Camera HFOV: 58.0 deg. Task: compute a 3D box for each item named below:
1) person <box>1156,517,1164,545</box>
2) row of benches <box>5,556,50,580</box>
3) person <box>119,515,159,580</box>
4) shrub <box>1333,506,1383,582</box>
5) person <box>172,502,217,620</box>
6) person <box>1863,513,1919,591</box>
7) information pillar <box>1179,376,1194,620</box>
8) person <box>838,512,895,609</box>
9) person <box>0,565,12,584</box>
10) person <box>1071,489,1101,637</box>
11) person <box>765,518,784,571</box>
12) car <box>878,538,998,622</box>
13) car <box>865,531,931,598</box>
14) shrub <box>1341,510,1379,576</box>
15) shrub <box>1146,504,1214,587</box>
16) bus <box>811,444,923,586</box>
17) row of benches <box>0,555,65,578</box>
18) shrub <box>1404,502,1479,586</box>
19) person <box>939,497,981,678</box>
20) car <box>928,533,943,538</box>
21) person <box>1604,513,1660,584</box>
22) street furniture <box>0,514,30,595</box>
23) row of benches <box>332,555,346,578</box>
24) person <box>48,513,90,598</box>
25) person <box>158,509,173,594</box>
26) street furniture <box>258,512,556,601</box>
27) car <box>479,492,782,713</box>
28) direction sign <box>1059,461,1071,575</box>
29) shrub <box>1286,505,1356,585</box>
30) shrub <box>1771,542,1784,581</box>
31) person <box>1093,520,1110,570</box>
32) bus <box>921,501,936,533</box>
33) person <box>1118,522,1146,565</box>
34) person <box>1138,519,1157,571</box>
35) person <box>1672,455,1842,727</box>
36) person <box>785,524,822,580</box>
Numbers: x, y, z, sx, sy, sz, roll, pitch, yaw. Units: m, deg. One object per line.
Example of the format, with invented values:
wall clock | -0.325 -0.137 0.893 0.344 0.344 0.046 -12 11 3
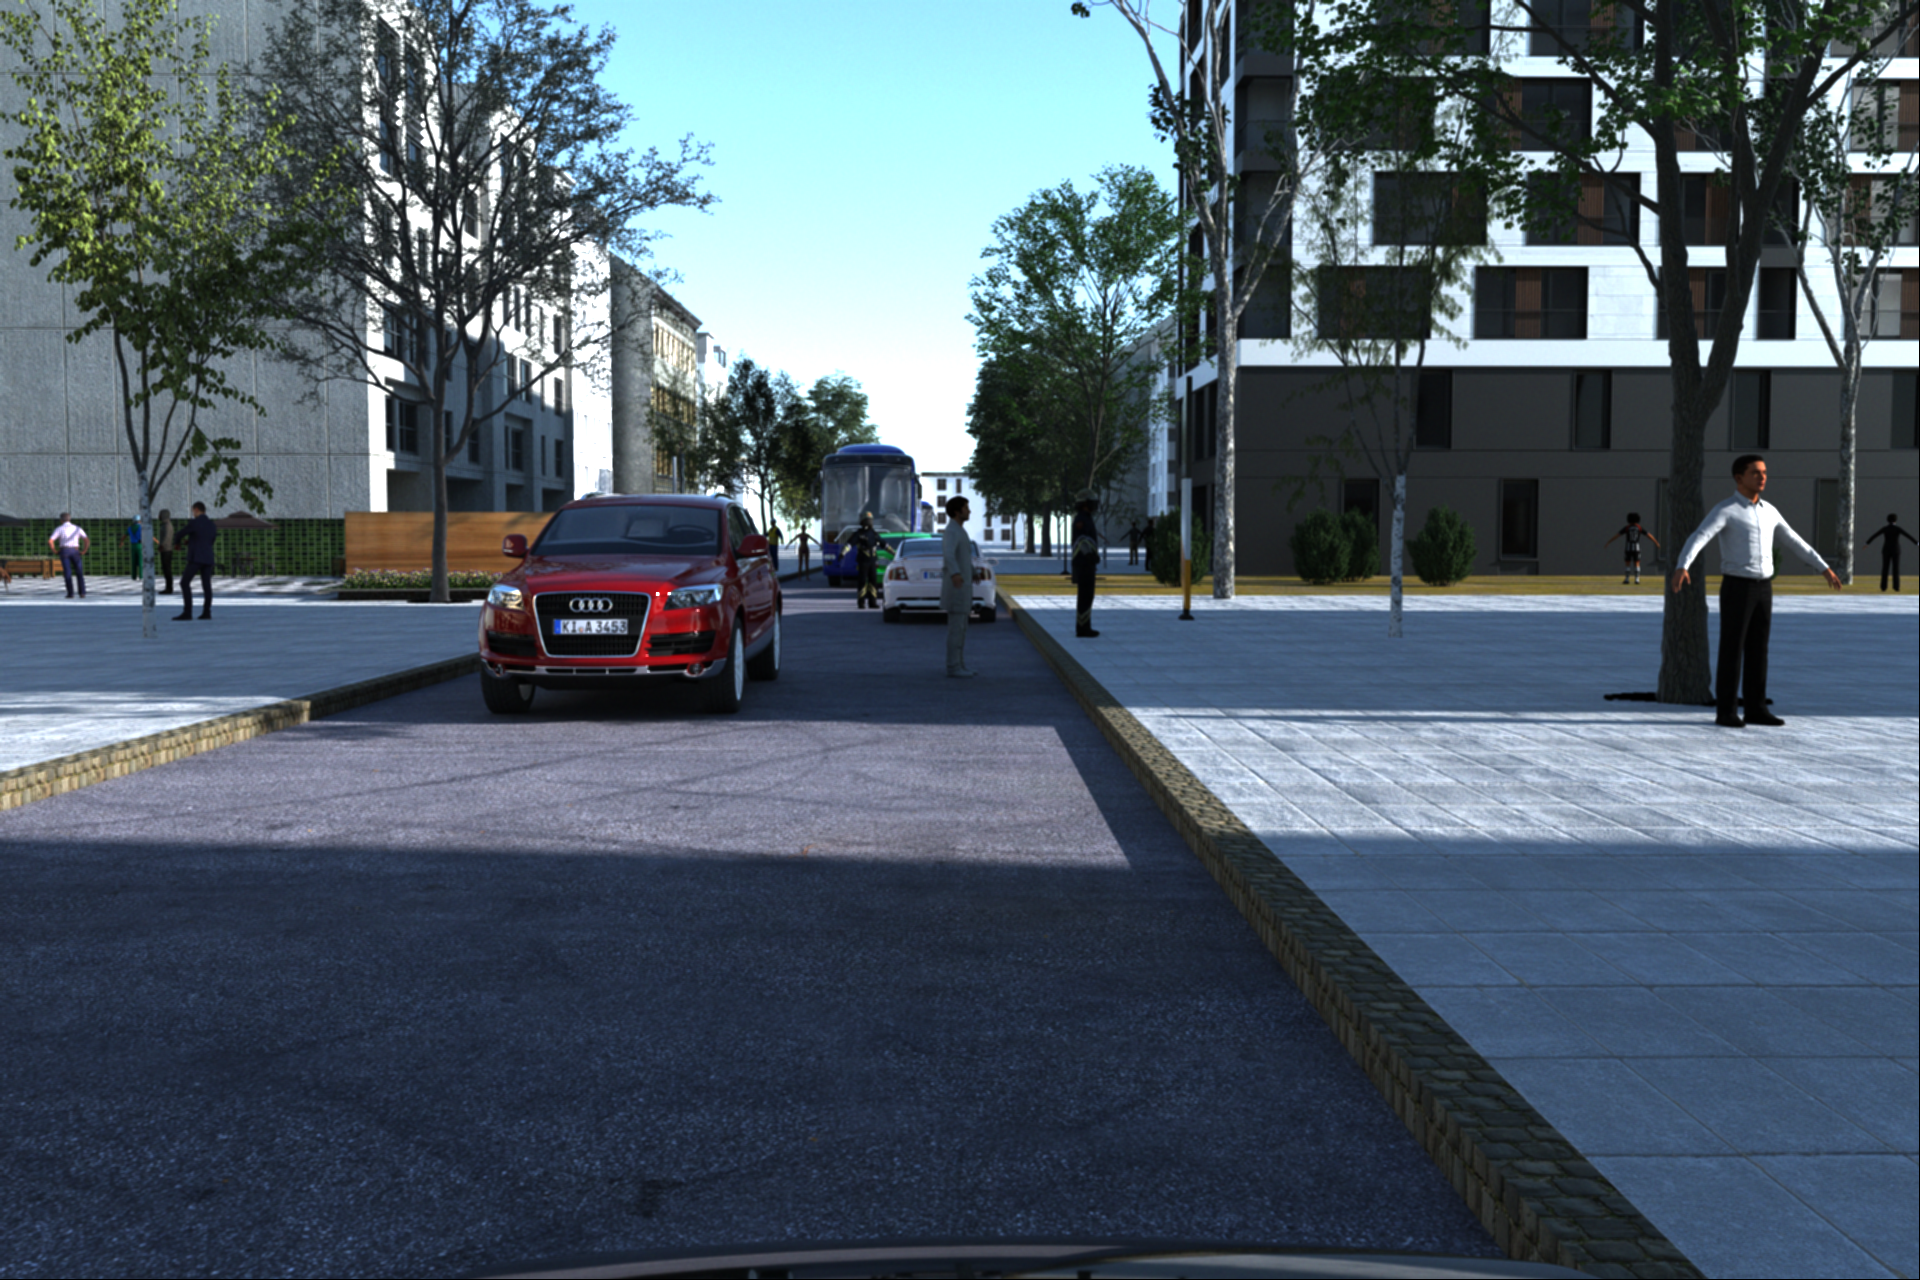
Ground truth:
person | 6.787 -3.228 58.551 0.705 1.858 1.354 1 4 11
row of benches | -27.965 -2.036 48.753 4.104 0.672 1.422 -1 4 -18
person | -22.825 -2.570 48.143 1.347 1.817 0.704 1 4 13
shrub | 10.543 -2.599 46.527 1.661 2.075 1.752 0 3 0
person | -11.515 -1.190 25.955 0.568 1.767 0.683 1 4 18
person | 20.914 -1.965 38.856 1.216 1.740 0.721 3 5 41
information pillar | 3.394 -2.116 25.957 0.183 3.616 0.504 0 4 -1
person | -1.771 -1.531 33.265 1.354 1.856 0.705 -2 4 -32
person | -7.284 -0.339 12.295 0.721 1.744 1.215 1 4 19
person | 1.600 -0.964 21.637 0.704 1.845 1.351 0 4 7
person | -6.506 -3.316 60.183 0.705 1.833 1.349 -3 5 -43
car | -0.368 -1.049 29.515 2.083 1.381 4.827 0 4 -1
car | -1.305 -1.921 40.207 1.959 1.807 4.718 0 4 -2
shrub | 11.702 -2.899 51.825 1.690 2.028 1.600 0 3 0
shrub | 5.316 -2.296 41.963 1.690 2.028 1.600 0 3 0
bus | -2.474 -3.629 50.876 2.896 3.916 12.251 0 4 -1
row of benches | -28.487 -2.185 51.180 4.104 0.672 1.422 1 4 8
shrub | 11.849 -2.358 42.597 1.661 2.075 1.752 0 3 0
person | 0.006 -0.538 17.434 0.705 1.806 1.347 1 4 8
car | -1.347 -4.290 78.943 1.959 1.807 4.718 0 4 -1
person | 17.260 -2.343 44.459 1.345 1.843 0.704 1 4 13
street furniture | -33.581 -1.906 36.199 27.439 1.986 14.083 2 4 26
row of benches | -17.619 -2.160 50.779 1.422 0.672 4.104 -2 4 -32
person | -17.835 -1.693 34.659 0.756 1.711 0.436 -2 4 -33
person | -17.011 -1.891 37.044 0.705 1.813 1.348 -2 4 -23
street furniture | -9.066 -1.782 35.988 11.010 1.723 9.812 -1 4 -13
car | -2.783 -0.420 15.535 2.281 1.827 5.304 0 4 0
direction sign | 3.304 -3.804 54.198 0.379 3.537 0.876 0 4 0
shrub | 9.175 -2.422 44.015 1.690 2.028 1.600 0 3 0
shrub | 21.274 -2.126 45.885 1.383 1.207 1.383 0 3 0
person | 4.621 -3.375 61.041 1.347 1.847 0.705 2 4 30
bus | -3.220 -8.492 130.389 2.896 3.916 12.251 0 4 -1
person | 7.226 -4.027 72.105 1.348 1.796 0.705 -2 4 -23
person | 6.643 -3.304 60.237 0.704 1.802 1.346 -3 5 -40
person | 5.289 -0.333 11.605 1.344 1.810 0.704 -1 4 -18
person | -4.817 -2.709 53.545 1.217 1.733 0.721 -1 4 -16
